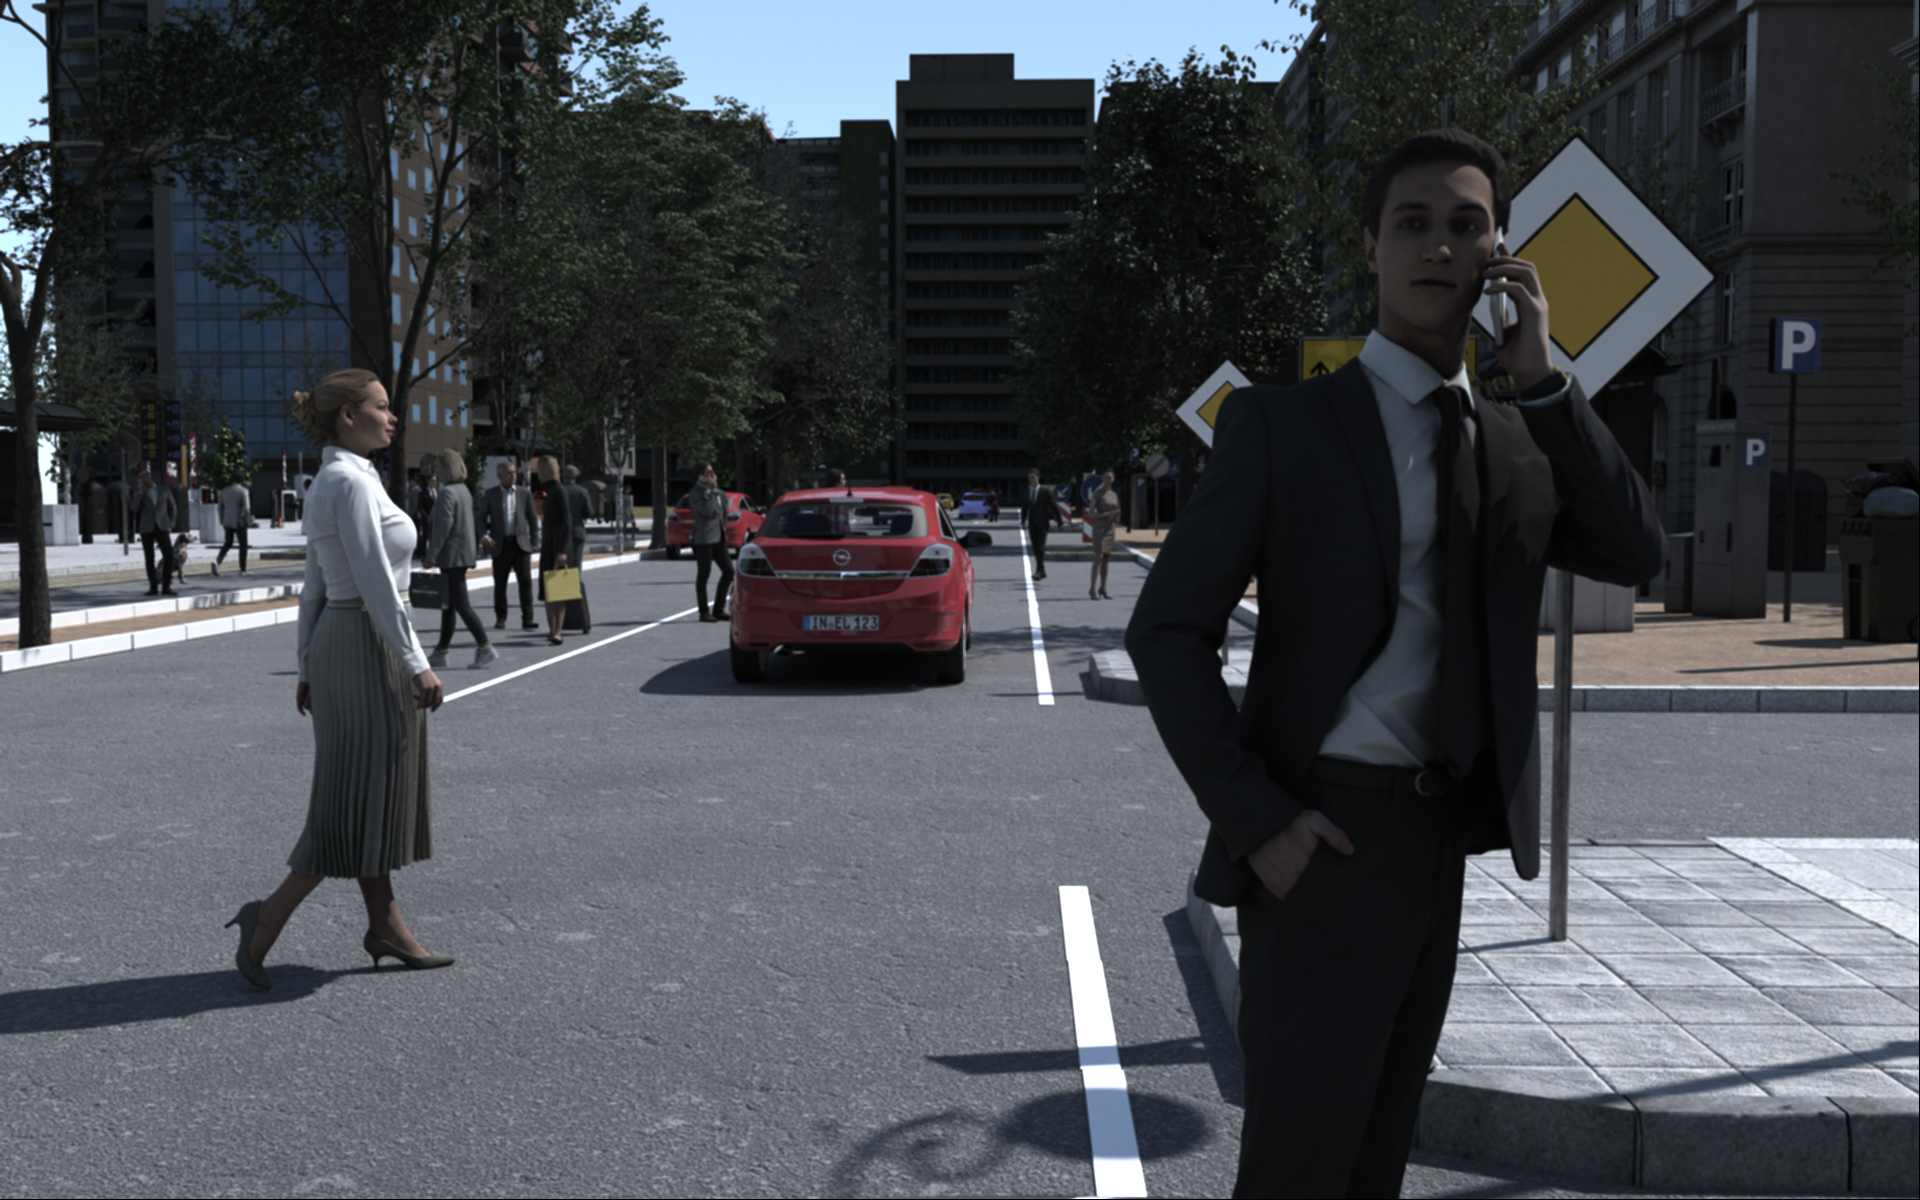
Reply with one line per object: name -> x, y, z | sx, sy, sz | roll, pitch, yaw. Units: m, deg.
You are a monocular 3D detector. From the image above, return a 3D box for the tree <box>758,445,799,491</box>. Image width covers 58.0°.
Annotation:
tree -> -13.758, -11.195, 133.403 | 4.737, 8.622, 4.395 | 0, 3, 0

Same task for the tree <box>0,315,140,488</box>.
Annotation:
tree -> -37.524, -7.564, 74.033 | 4.737, 8.622, 4.395 | 0, 3, 0

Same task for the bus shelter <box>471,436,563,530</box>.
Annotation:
bus shelter -> -16.244, -4.255, 63.486 | 2.014, 3.302, 5.546 | 0, 4, 2

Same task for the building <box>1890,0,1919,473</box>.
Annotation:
building -> 32.858, -14.349, 31.872 | 25.104, 27.353, 12.463 | 0, 4, 2

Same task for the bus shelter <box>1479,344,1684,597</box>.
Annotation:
bus shelter -> 7.921, -1.841, 24.016 | 2.014, 3.302, 5.546 | 0, 4, 2

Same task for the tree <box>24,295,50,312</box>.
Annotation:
tree -> -34.792, -6.988, 64.614 | 4.737, 8.622, 4.395 | 0, 3, 0

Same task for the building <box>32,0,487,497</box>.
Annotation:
building -> -56.897, -29.766, 141.304 | 28.867, 44.769, 22.147 | 0, 4, 2

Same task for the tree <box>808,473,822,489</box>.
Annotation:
tree -> -13.543, -10.190, 161.200 | 1.663, 3.219, 1.824 | 0, 3, 0

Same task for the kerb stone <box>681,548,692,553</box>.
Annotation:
kerb stone -> -6.754, -1.269, 43.038 | 0.120, 0.150, 1.000 | 0, 4, 2

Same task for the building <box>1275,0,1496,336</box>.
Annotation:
building -> 38.717, -27.181, 136.295 | 32.217, 40.220, 23.993 | 0, 4, 2

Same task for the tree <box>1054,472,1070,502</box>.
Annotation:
tree -> 7.746, -10.831, 127.453 | 4.737, 8.622, 4.395 | 0, 3, 0

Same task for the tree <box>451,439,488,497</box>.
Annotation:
tree -> -16.853, -3.973, 59.554 | 1.663, 3.219, 1.824 | 0, 3, 0

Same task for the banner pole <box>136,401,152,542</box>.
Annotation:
banner pole -> -22.072, -3.483, 46.968 | 0.401, 3.779, 0.863 | 0, 4, -3

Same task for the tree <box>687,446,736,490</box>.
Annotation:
tree -> -14.929, -7.368, 104.173 | 4.285, 4.588, 4.351 | 0, 3, 0

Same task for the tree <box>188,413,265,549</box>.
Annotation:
tree -> -17.309, -2.849, 41.188 | 1.663, 3.219, 1.824 | 0, 3, 0

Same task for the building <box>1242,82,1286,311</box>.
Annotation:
building -> 36.598, -33.119, 191.605 | 14.200, 45.320, 14.600 | 0, 4, 2

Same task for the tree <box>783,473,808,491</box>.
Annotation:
tree -> -13.550, -8.912, 140.316 | 1.663, 3.219, 1.824 | 0, 3, 0

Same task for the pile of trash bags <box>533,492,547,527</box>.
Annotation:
pile of trash bags -> -17.818, -3.543, 67.684 | 3.447, 1.369, 1.912 | 0, 4, -3

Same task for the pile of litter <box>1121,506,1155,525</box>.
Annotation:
pile of litter -> 7.483, -3.577, 72.454 | 1.176, 0.858, 1.719 | -2, 4, -24

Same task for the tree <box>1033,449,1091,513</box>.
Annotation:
tree -> 8.266, -12.293, 119.120 | 7.486, 12.596, 7.792 | 0, 3, 0

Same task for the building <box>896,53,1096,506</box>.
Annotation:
building -> 4.064, -34.932, 194.846 | 21.600, 48.544, 21.300 | 0, 4, 2

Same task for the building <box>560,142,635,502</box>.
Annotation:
building -> -35.014, -22.815, 144.718 | 14.107, 30.474, 14.160 | 0, 4, 2

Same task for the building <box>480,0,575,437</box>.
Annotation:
building -> -38.896, -28.330, 117.815 | 22.147, 44.769, 28.867 | 0, 4, 2

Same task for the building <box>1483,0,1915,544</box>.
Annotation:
building -> 26.247, -13.033, 54.894 | 13.314, 21.916, 24.055 | 0, 4, 2

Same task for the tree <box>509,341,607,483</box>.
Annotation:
tree -> -17.830, -7.800, 77.892 | 4.737, 8.622, 4.395 | 0, 3, 0

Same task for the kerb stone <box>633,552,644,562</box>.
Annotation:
kerb stone -> -6.963, -0.890, 36.900 | 0.120, 0.150, 1.000 | 0, 4, 2

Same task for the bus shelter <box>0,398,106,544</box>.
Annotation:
bus shelter -> -20.134, -2.572, 35.975 | 2.014, 3.302, 5.546 | 0, 4, 2

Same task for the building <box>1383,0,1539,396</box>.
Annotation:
building -> 26.063, -15.178, 77.038 | 11.050, 23.489, 19.941 | 0, 4, 2

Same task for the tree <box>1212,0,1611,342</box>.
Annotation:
tree -> 4.791, -4.156, 18.319 | 4.737, 8.622, 4.395 | 0, 3, 0

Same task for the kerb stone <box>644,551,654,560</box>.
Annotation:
kerb stone -> -6.928, -0.959, 37.921 | 0.120, 0.150, 1.000 | 0, 4, 2

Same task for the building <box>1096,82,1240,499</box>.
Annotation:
building -> 22.388, -33.114, 191.527 | 14.200, 45.320, 14.600 | 0, 4, 2

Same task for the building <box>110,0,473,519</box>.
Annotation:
building -> -36.302, -27.262, 95.840 | 14.600, 45.320, 14.200 | 0, 4, 2

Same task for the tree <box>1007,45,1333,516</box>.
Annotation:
tree -> 5.772, -7.812, 44.732 | 9.611, 12.733, 9.660 | 0, 3, 0

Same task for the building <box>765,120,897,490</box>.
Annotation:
building -> -14.189, -31.137, 192.689 | 14.086, 41.232, 14.154 | 0, 4, 2

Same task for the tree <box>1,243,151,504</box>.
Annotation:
tree -> -25.176, -6.038, 49.081 | 4.360, 8.622, 3.978 | 0, 3, 0

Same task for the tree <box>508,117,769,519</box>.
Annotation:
tree -> -16.364, -14.183, 87.773 | 12.611, 20.169, 13.585 | 0, 3, 0

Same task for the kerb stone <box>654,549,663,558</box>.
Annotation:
kerb stone -> -6.888, -1.020, 38.951 | 0.120, 0.150, 1.000 | 0, 4, 2

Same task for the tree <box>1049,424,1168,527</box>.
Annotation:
tree -> 6.675, -5.182, 68.447 | 4.285, 4.588, 4.351 | 0, 3, 0

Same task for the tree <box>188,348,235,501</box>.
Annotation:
tree -> -37.843, -8.272, 85.607 | 4.360, 8.622, 3.978 | 0, 3, 0

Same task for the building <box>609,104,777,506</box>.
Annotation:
building -> -35.678, -33.216, 197.700 | 28.867, 44.769, 22.147 | 0, 4, 2

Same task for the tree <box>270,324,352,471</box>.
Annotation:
tree -> -27.479, -7.604, 74.685 | 4.360, 8.622, 3.978 | 0, 3, 0

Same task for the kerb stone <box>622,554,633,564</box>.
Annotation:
kerb stone -> -6.993, -0.837, 35.875 | 0.120, 0.150, 1.000 | 0, 4, 2

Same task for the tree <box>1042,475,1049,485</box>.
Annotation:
tree -> 9.389, -10.948, 162.718 | 4.285, 4.588, 4.351 | 0, 3, 0

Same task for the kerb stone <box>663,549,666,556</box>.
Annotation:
kerb stone -> -6.862, -1.087, 39.972 | 0.120, 0.150, 1.000 | 0, 4, 2

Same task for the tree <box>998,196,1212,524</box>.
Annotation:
tree -> 6.577, -10.312, 75.250 | 9.857, 13.997, 8.962 | 0, 3, 0
